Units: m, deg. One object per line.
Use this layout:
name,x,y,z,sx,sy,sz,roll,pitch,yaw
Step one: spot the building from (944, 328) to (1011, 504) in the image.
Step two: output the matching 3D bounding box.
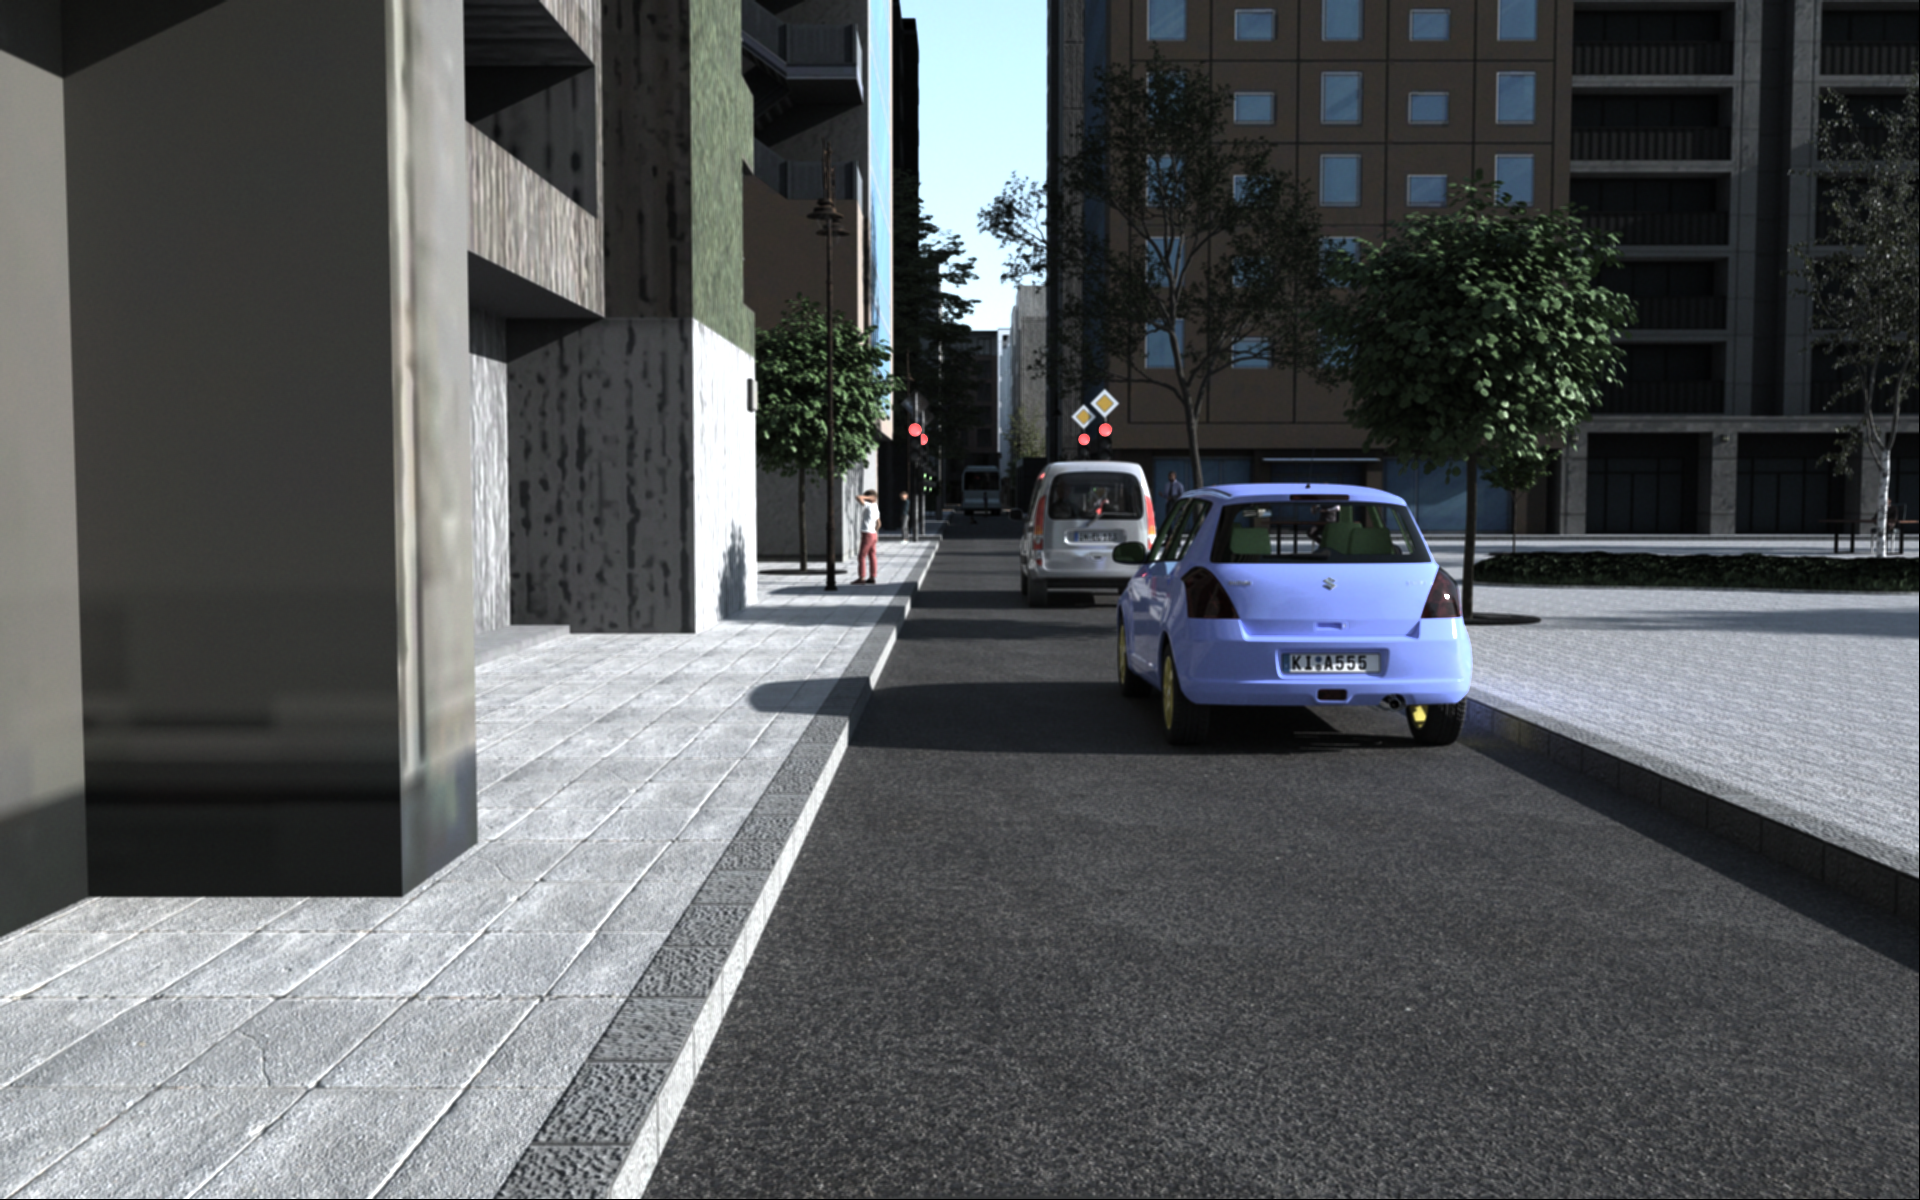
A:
building,2.488,-23.423,226.944,32.646,21.610,27.936,0,3,0

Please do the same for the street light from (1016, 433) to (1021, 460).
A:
street light,4.367,-9.551,128.953,0.468,5.910,1.993,0,3,0

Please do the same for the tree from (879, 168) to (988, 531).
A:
tree,-2.907,-8.726,60.797,7.486,12.596,7.792,0,3,0

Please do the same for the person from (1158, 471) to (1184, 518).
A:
person,5.078,-2.204,41.953,0.709,1.838,0.599,3,5,42

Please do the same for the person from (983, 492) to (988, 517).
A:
person,1.562,-5.930,107.517,0.319,1.574,0.516,0,4,4

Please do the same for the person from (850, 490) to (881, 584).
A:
person,-1.349,-0.902,24.708,0.340,1.345,0.435,1,4,16

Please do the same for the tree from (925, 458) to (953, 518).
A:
tree,-1.495,-6.000,92.707,1.663,3.219,1.824,0,3,0

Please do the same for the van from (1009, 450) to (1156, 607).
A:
van,1.686,-1.004,23.425,2.013,2.044,4.112,0,4,0

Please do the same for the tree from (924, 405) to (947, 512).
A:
tree,-2.718,-10.440,121.053,4.360,8.622,3.978,0,3,0

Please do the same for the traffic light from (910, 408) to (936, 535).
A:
traffic light,-1.158,-3.992,54.197,0.839,4.253,0.868,0,3,0

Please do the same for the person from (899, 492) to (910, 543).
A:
person,-1.474,-2.157,45.221,0.340,1.345,0.435,-1,4,-17

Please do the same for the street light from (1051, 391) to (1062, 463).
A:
street light,4.315,-6.405,77.507,0.468,5.910,1.993,0,3,0

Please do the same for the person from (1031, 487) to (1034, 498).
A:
person,4.264,-5.791,101.535,0.445,1.727,0.742,-1,4,-21

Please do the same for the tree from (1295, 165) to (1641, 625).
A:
tree,5.081,-2.065,17.482,4.285,4.588,4.351,0,3,0

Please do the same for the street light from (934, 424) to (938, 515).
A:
street light,-1.461,-8.154,106.110,0.468,5.910,1.993,0,3,0

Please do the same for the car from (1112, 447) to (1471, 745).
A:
car,1.991,-0.098,11.193,1.945,1.707,3.694,0,4,-1

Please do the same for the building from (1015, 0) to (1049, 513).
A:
building,14.390,-41.552,117.622,20.563,71.187,20.611,0,3,0

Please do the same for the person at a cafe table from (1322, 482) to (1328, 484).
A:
person at a cafe table,7.282,-1.637,35.283,1.698,1.524,1.622,3,4,38

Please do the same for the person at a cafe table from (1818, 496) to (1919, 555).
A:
person at a cafe table,19.756,-1.617,37.297,1.726,1.238,1.698,-3,4,-37

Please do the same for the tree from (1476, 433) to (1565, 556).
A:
tree,11.561,-2.544,36.201,1.663,3.219,1.824,0,3,0

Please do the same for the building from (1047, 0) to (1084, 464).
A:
building,15.278,-33.707,93.105,21.231,58.520,28.212,0,3,0

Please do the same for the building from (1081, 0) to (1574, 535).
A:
building,11.744,-25.049,59.669,14.200,45.320,14.600,0,3,0

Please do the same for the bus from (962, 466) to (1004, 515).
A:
bus,1.574,-7.653,119.990,2.948,3.499,13.247,0,4,1

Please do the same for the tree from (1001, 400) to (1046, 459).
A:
tree,5.435,-11.423,137.130,4.737,8.622,4.395,0,3,0

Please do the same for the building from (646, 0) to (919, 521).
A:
building,-9.548,-20.102,100.376,14.160,30.474,14.107,0,3,0

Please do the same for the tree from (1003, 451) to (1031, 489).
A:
tree,4.996,-9.108,132.637,4.285,4.588,4.351,0,3,0

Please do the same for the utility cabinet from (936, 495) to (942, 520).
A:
utility cabinet,-1.023,-4.489,84.550,0.306,1.237,1.020,0,4,1

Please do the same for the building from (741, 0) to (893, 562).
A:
building,-8.898,-23.743,38.303,14.200,45.320,14.600,0,3,0

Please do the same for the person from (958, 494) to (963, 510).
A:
person,0.146,-8.745,154.701,0.599,1.433,0.991,-2,4,-33

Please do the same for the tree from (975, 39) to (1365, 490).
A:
tree,4.780,-6.176,35.386,8.767,10.594,7.601,-2,4,-30

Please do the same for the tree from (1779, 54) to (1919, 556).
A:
tree,16.055,-4.851,29.671,4.360,8.622,3.978,0,3,0

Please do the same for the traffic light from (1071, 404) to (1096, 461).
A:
traffic light,3.843,-3.993,54.206,0.839,4.253,0.868,0,3,0

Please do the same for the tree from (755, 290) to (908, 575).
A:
tree,-2.475,-2.714,28.090,4.285,4.588,4.351,0,3,0

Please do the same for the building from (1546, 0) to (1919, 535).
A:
building,29.154,-38.172,62.368,20.611,71.187,20.563,0,3,0

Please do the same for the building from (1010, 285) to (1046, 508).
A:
building,13.326,-17.658,155.164,16.747,18.905,31.486,0,3,0

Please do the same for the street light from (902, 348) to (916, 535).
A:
street light,-1.642,-5.012,54.737,0.468,5.910,1.993,0,3,0

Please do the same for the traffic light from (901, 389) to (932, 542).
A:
traffic light,-1.169,-3.504,46.212,0.839,4.253,0.868,0,3,0

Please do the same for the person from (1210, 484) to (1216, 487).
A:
person,7.380,-2.597,51.759,0.742,1.727,0.445,2,4,29

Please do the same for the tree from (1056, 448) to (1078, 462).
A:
tree,4.361,-4.841,73.744,1.663,3.219,1.824,0,3,0

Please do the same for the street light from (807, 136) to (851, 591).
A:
street light,-1.719,-3.064,22.885,0.468,5.910,1.993,0,3,0

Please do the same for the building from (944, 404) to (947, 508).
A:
building,-5.831,-14.262,175.331,9.099,9.664,28.070,0,3,0

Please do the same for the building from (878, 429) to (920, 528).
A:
building,-12.025,-38.873,73.825,20.563,71.187,20.611,0,3,0

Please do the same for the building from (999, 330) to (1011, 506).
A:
building,12.806,-21.016,200.028,16.016,20.091,11.380,0,3,0

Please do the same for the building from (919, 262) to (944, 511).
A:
building,-9.923,-17.057,145.333,16.747,18.905,31.486,0,3,0

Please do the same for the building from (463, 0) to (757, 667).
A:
building,-9.455,-14.753,12.909,14.160,30.474,14.107,0,3,0

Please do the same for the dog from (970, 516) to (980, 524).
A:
dog,0.724,-3.847,83.097,0.748,0.427,0.550,-2,4,-23

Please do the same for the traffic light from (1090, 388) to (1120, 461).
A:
traffic light,3.832,-3.505,46.221,0.839,4.253,0.868,0,3,0
